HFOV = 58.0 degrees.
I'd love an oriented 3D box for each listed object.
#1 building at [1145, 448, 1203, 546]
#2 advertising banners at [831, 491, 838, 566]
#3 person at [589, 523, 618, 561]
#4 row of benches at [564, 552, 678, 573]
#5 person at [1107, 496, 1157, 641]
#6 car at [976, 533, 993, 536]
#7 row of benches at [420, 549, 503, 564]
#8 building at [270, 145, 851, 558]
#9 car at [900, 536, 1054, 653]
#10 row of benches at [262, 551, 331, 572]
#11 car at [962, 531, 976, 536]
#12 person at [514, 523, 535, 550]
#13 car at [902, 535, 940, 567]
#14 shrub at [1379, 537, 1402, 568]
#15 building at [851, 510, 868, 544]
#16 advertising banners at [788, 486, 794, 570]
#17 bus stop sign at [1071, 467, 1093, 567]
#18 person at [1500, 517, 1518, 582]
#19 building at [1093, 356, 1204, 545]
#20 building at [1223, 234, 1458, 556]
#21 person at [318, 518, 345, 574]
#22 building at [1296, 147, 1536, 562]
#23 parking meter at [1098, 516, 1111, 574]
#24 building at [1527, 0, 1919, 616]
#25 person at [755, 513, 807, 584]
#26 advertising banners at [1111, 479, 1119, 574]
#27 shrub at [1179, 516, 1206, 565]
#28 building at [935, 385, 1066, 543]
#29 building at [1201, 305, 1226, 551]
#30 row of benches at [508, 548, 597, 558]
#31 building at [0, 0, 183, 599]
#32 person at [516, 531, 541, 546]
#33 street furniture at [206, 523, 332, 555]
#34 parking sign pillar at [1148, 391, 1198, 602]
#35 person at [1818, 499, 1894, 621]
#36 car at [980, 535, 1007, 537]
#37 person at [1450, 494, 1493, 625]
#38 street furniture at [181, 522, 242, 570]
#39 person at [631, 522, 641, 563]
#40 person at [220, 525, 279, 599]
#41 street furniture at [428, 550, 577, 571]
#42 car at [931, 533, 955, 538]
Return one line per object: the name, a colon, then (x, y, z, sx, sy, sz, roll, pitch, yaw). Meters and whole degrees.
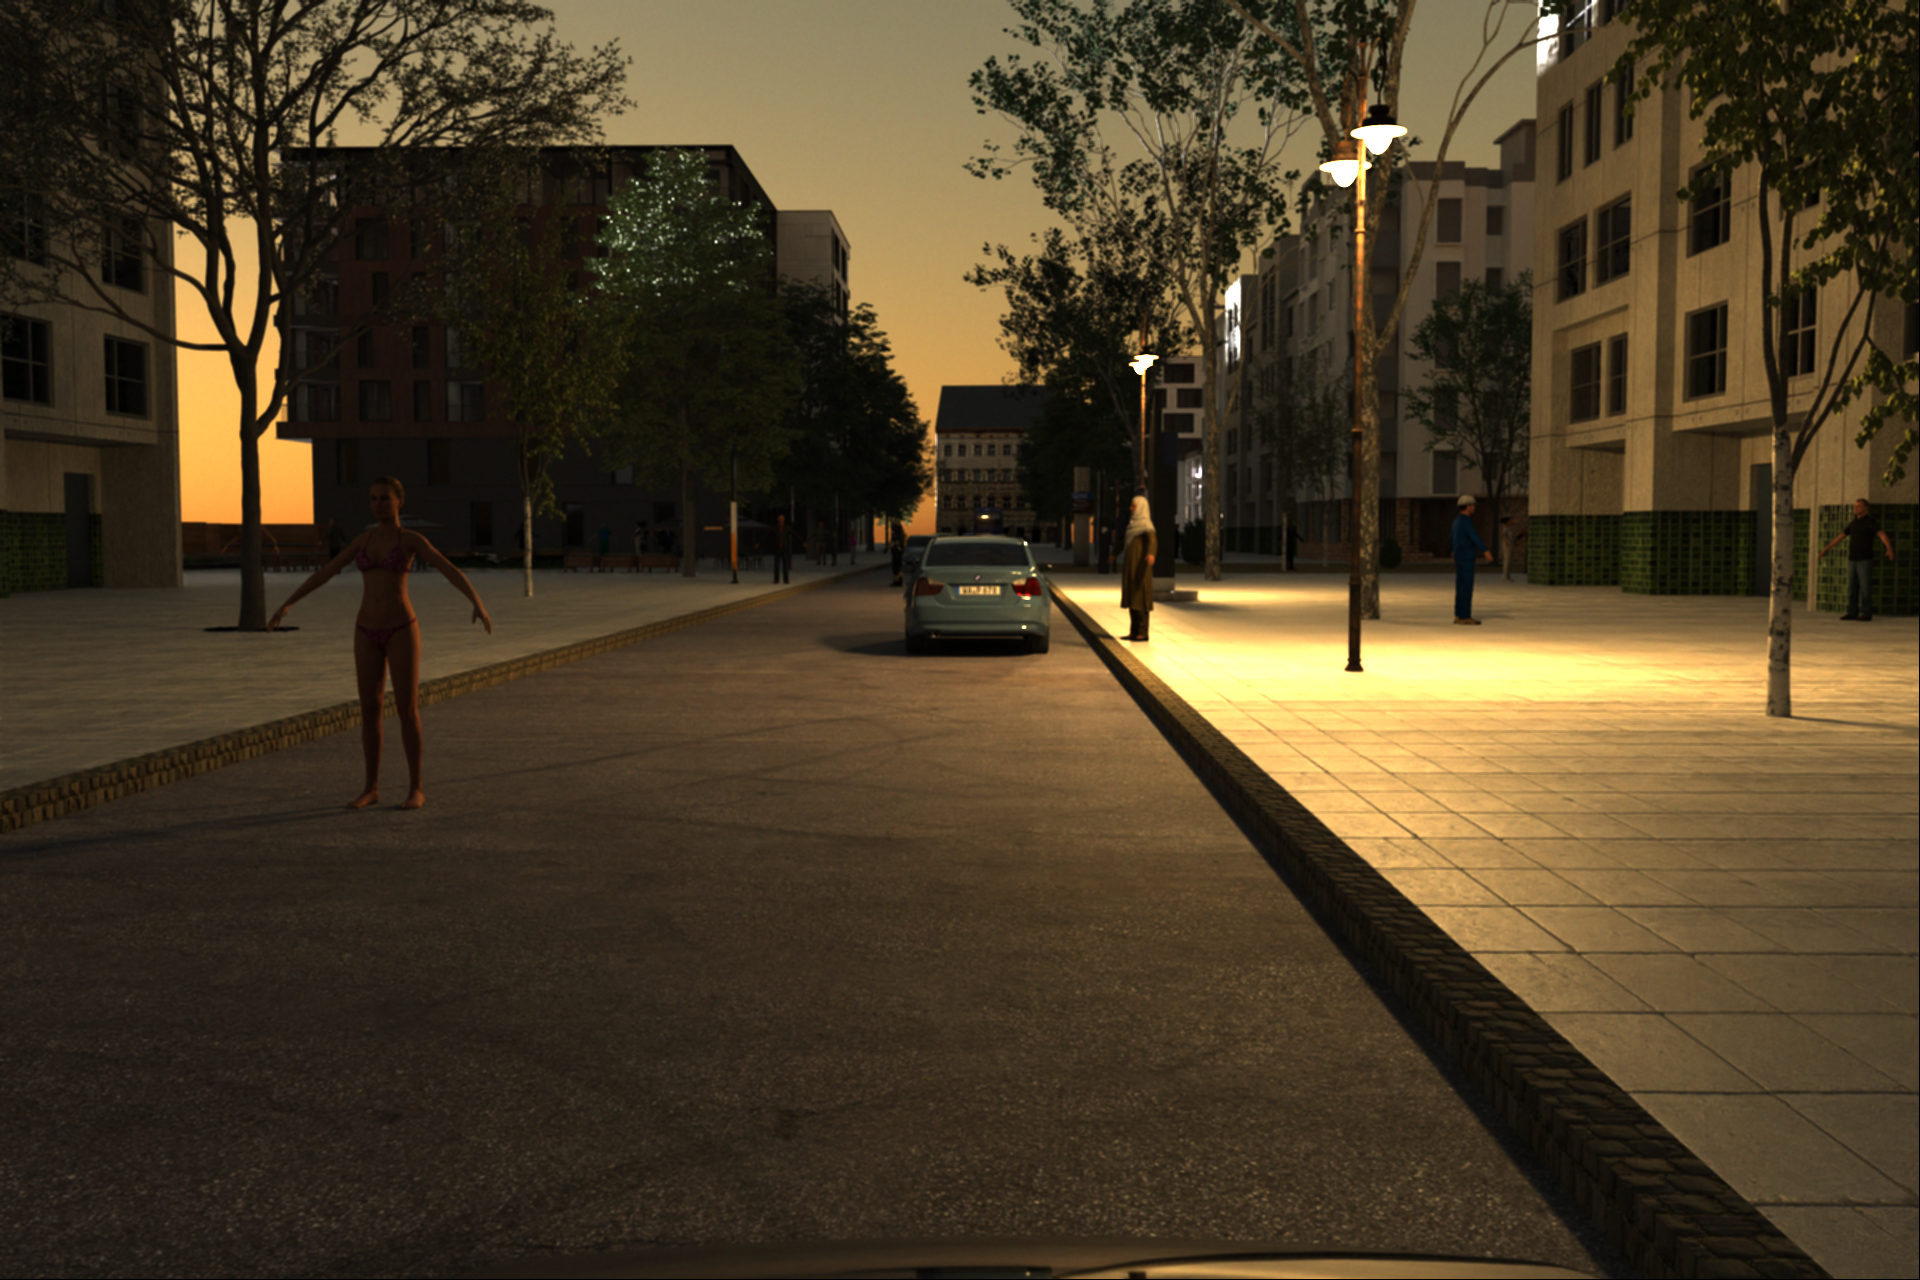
building: (24.468, -14.757, 183.425, 9.099, 9.664, 28.070, 0, 4, 1)
advertising banners: (-5.072, -4.536, 70.347, 0.090, 3.025, 2.074, 0, 4, 2)
person: (-16.877, -4.647, 82.098, 1.347, 1.817, 0.704, -1, 4, -20)
row of benches: (-11.397, -2.588, 57.782, 4.104, 0.672, 1.422, 1, 4, 19)
person: (2.064, -0.858, 20.798, 0.721, 1.736, 1.217, -1, 4, -19)
car: (1.935, -7.747, 135.702, 2.155, 1.783, 4.494, 0, 3, 0)
row of benches: (-20.937, -3.488, 72.491, 4.104, 0.672, 1.422, 2, 4, 26)
building: (-22.102, -16.136, 107.801, 27.936, 21.610, 32.646, 0, 4, 1)
car: (0.217, -0.617, 22.085, 2.014, 1.417, 4.499, 0, 4, 0)
row of benches: (-23.028, -2.711, 59.790, 1.422, 0.672, 4.104, 1, 4, 19)
car: (0.800, -8.540, 149.222, 1.945, 1.707, 3.694, 0, 4, 1)
person: (-21.265, -4.779, 84.321, 1.347, 1.806, 0.705, 2, 4, 31)
car: (-1.417, -3.463, 68.625, 2.014, 1.417, 4.499, 0, 4, 1)
shrub: (16.063, -3.277, 64.694, 1.383, 1.207, 1.383, 0, 3, 0)
building: (-21.350, -21.653, 220.485, 16.747, 18.905, 31.486, 0, 4, 2)
advertising banners: (-6.090, -4.024, 61.985, 0.090, 3.025, 2.074, 0, 4, 3)
bus stop sign: (4.789, -4.840, 68.148, 0.837, 3.901, 0.837, 0, 4, 2)
person: (14.647, -2.402, 46.052, 0.721, 1.739, 1.217, 2, 4, 29)
building: (30.376, -22.687, 214.911, 27.936, 21.610, 32.646, 0, 4, 1)
building: (27.386, -14.943, 110.775, 16.747, 18.905, 31.486, 0, 4, 1)
person: (-19.942, -2.996, 55.160, 0.705, 1.807, 1.348, 1, 4, 15)
building: (23.159, -14.368, 91.335, 16.016, 20.090, 11.380, 0, 4, 2)
parking meter: (4.654, -3.056, 55.671, 0.399, 1.863, 0.255, 0, 4, 2)
building: (22.595, -9.883, 28.040, 16.747, 18.905, 31.486, 0, 4, 1)
person: (-4.618, -2.364, 44.715, 1.348, 1.821, 0.705, 0, 4, -6)
advertising banners: (5.049, -3.678, 56.321, 0.090, 3.025, 2.074, 0, 4, 1)
shrub: (9.809, -4.131, 71.580, 1.661, 2.075, 1.752, 0, 3, 0)
building: (6.369, -25.717, 253.858, 18.063, 23.208, 19.493, 0, 4, 5)
building: (24.781, -17.348, 140.066, 16.016, 20.090, 11.380, 0, 4, 1)
row of benches: (-17.633, -3.654, 75.201, 4.104, 0.672, 1.422, 1, 4, 15)
building: (-27.470, -9.737, 25.660, 16.747, 18.905, 31.486, 0, 4, 1)
person: (-21.582, -4.902, 86.614, 1.216, 1.772, 0.721, 0, 4, -8)
street furniture: (-30.977, -4.183, 75.241, 11.010, 1.723, 9.812, 0, 4, 0)
parking sign pillar: (3.889, -2.749, 33.412, 1.447, 3.967, 1.447, 0, 4, 1)
person: (13.305, -1.188, 25.635, 0.705, 1.803, 1.348, -1, 4, -18)
car: (1.415, -3.706, 72.593, 2.014, 1.417, 4.499, 0, 4, 2)
person: (7.223, -1.149, 24.664, 0.705, 1.842, 1.347, 0, 4, -5)
street furniture: (-29.513, -3.481, 63.762, 9.812, 1.723, 11.010, 1, 4, 16)
person: (-14.368, -4.346, 77.246, 0.705, 1.806, 1.347, -2, 4, -29)
person: (-12.737, -1.486, 31.100, 1.217, 1.737, 0.721, 1, 4, 16)
street furniture: (-16.759, -3.071, 65.831, 5.734, 0.657, 10.072, 0, 4, -3)
car: (-0.961, -5.282, 95.154, 1.959, 1.807, 4.718, 0, 4, 1)
